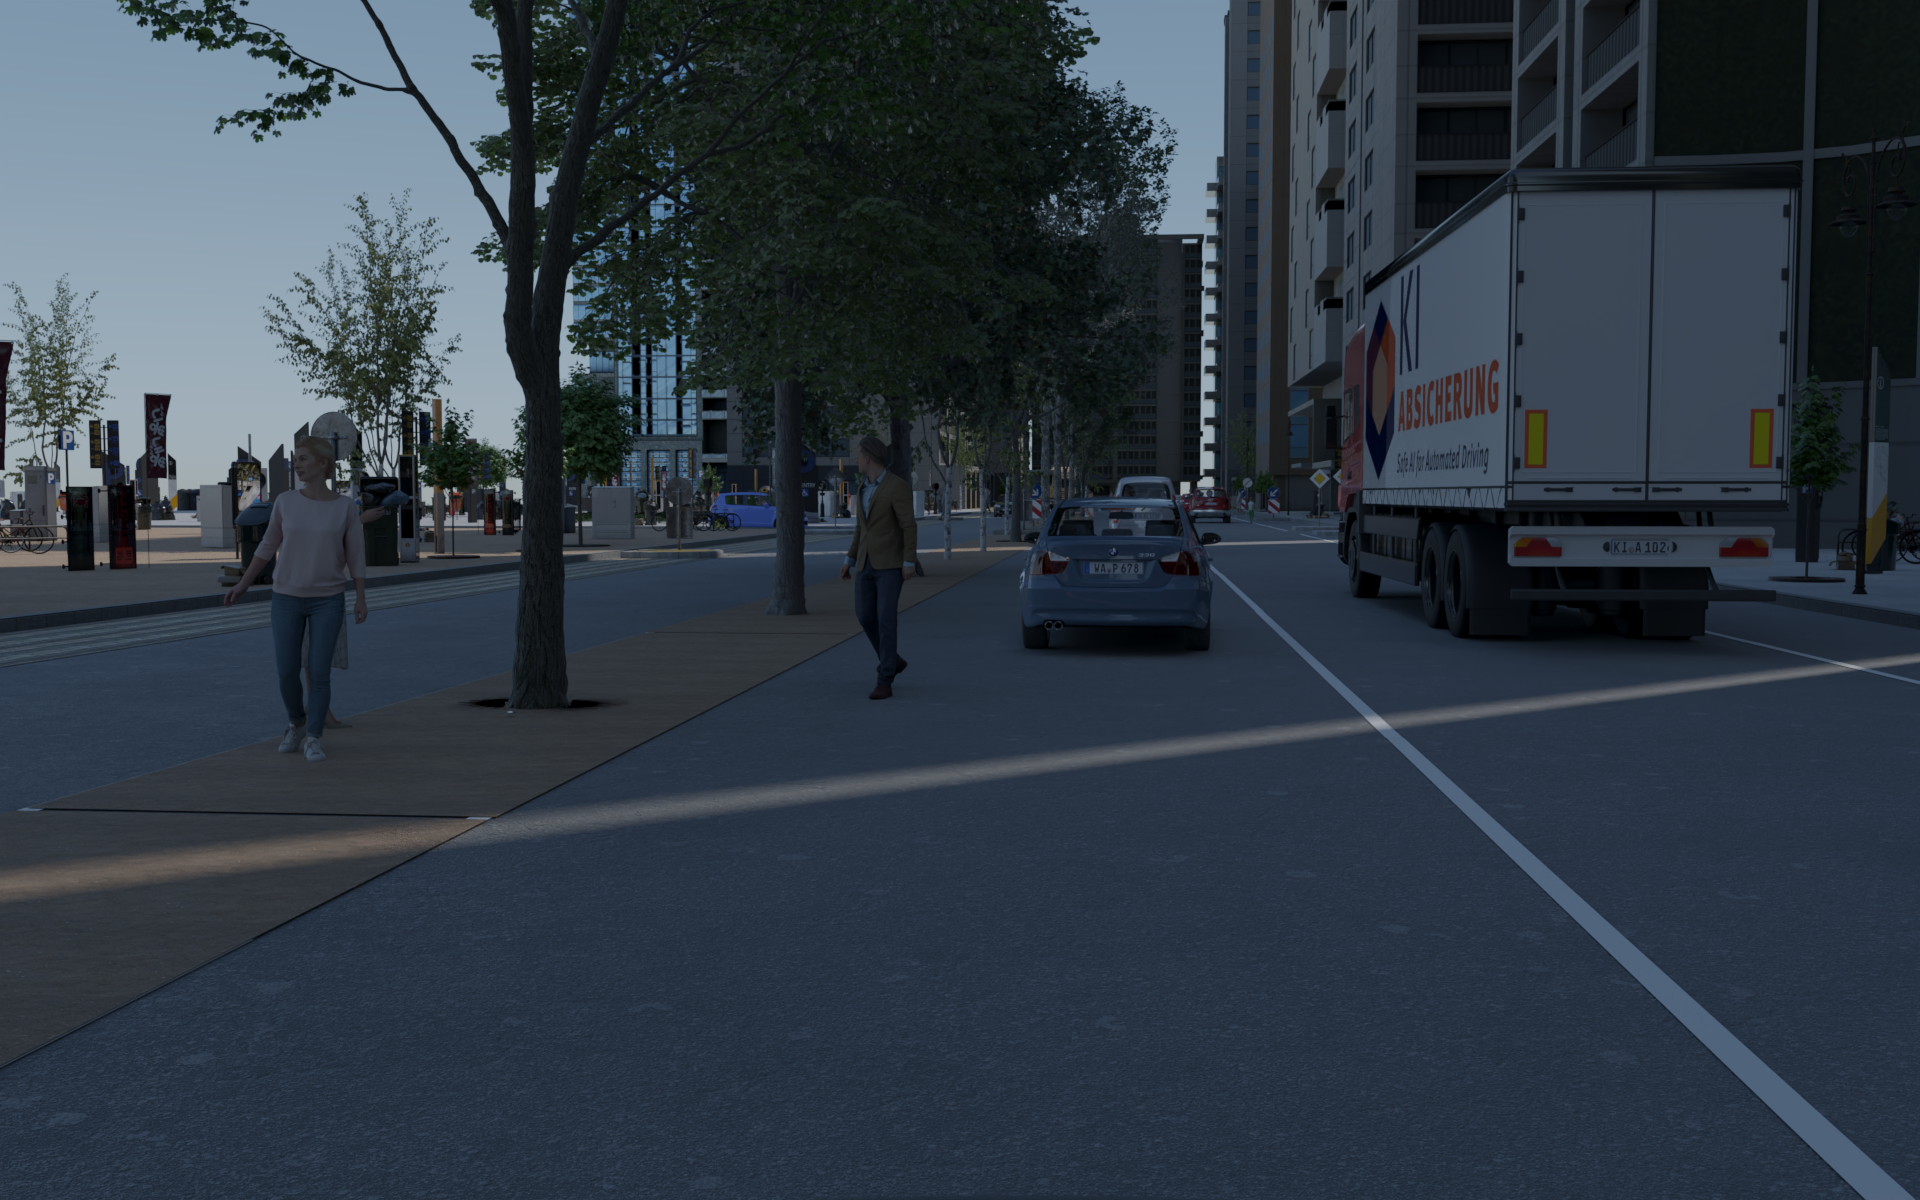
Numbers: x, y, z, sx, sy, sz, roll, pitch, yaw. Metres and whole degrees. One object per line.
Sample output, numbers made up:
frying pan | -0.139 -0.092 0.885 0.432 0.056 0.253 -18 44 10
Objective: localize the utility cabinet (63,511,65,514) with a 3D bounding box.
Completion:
utility cabinet | -55.975 -5.992 109.124 1.020 1.237 0.306 -2 4 -29

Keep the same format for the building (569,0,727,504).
building | -41.418 -56.939 243.626 31.000 86.520 22.319 0 4 6

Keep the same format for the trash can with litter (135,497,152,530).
trash can with litter | -29.423 -3.108 62.204 0.624 1.170 1.055 -3 4 -39

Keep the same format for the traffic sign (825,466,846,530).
traffic sign | -4.446 -3.558 61.819 0.795 2.450 0.064 0 4 6

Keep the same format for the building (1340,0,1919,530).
building | 28.671 -38.992 75.772 20.611 71.187 20.563 0 4 6

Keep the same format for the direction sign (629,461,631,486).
direction sign | -22.333 -7.672 117.438 0.379 3.537 0.876 0 4 -5

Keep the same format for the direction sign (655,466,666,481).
direction sign | -23.841 -8.935 138.077 0.876 3.537 0.379 -1 4 -12

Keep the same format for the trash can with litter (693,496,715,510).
trash can with litter | -14.794 -5.378 99.312 0.624 1.170 1.055 2 4 32

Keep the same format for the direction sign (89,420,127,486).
direction sign | -26.171 -3.734 53.041 0.876 3.537 0.379 0 4 -5

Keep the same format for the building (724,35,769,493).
building | -8.666 -43.821 154.721 20.563 71.187 20.611 0 4 6

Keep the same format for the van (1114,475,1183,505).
van | 4.534 -2.190 42.822 2.013 2.044 4.112 0 4 4

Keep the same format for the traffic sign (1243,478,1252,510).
traffic sign | 22.710 -8.364 136.858 0.768 2.556 0.104 1 4 10

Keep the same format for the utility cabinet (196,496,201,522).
utility cabinet | -35.312 -4.246 80.587 0.306 1.237 1.020 -1 4 -18

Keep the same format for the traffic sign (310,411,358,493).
traffic sign | -9.661 -1.628 26.723 0.768 2.556 0.104 0 4 8

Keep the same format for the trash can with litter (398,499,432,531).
trash can with litter | -19.131 -3.021 60.452 1.678 1.210 2.233 -1 4 -9

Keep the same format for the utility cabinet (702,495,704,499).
utility cabinet | -19.369 -7.270 130.028 0.306 1.237 1.020 2 4 25

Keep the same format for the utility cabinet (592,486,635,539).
utility cabinet | -9.874 -2.485 49.302 1.173 1.500 0.318 1 4 12

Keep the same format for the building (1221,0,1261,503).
building | 41.109 -40.317 201.188 21.231 58.520 28.212 0 4 6

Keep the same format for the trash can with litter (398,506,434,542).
trash can with litter | -14.422 -2.119 46.036 0.624 1.170 1.055 3 5 40

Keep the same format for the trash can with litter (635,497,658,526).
trash can with litter | -12.814 -3.613 70.464 1.055 1.170 0.624 1 4 10

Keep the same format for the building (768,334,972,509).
building | -7.017 -45.075 175.231 20.563 71.187 20.611 0 4 6

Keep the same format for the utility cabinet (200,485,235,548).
utility cabinet | -17.661 -1.990 41.216 1.173 1.500 0.318 3 5 43

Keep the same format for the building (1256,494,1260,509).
building | 33.975 -28.949 156.912 14.154 41.232 14.086 0 4 6

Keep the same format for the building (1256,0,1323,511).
building | 30.589 -29.604 134.134 14.600 45.320 14.200 0 4 6

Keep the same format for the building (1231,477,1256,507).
building | 44.194 -29.550 175.022 32.217 40.220 23.993 0 4 6

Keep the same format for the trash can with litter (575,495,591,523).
trash can with litter | -17.538 -3.995 76.381 2.233 1.210 1.678 -2 4 -35

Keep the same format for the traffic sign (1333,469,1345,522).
traffic sign | 13.308 -3.449 60.027 0.795 2.450 0.064 0 4 6

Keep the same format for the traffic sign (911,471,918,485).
traffic sign | -2.697 -5.885 96.329 0.768 2.556 0.104 1 4 12

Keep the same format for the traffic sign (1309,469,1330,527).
traffic sign | 14.103 -3.935 67.972 0.795 2.450 0.064 0 4 6

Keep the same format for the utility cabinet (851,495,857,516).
utility cabinet | -6.115 -5.679 104.012 0.306 1.237 1.020 3 5 41

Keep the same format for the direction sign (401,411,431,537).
direction sign | -14.873 -3.392 47.457 0.379 3.537 0.876 3 5 41

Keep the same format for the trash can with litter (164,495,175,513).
trash can with litter | -52.984 -6.404 115.755 1.678 1.210 2.233 -2 4 -27

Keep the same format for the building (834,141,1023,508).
building | -3.102 -47.149 209.142 20.611 71.187 20.563 0 4 6

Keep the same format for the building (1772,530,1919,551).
building | 24.594 -36.993 43.091 20.563 71.187 20.611 0 4 6

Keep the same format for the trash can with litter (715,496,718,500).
trash can with litter | -18.499 -7.327 131.178 0.624 1.170 1.055 3 4 37

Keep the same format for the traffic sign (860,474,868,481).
traffic sign | -3.650 -4.044 69.764 0.795 2.450 0.064 0 4 6

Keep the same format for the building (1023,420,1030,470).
building | 2.152 -35.858 236.393 14.200 45.320 14.600 0 4 6

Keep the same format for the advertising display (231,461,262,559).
advertising display | -14.160 -1.786 34.409 0.123 1.923 0.974 0 4 5

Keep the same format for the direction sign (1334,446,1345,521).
direction sign | 18.129 -5.501 81.943 0.876 3.537 0.379 -1 4 -10

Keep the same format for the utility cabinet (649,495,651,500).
utility cabinet | -19.106 -5.856 106.902 1.020 1.237 0.306 -3 5 -40

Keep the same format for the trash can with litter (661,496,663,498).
trash can with litter | -19.542 -6.183 112.143 2.233 1.210 1.678 0 4 5

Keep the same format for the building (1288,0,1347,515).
building | 34.711 -31.518 104.559 28.713 52.752 27.495 0 4 6

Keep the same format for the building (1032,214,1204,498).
building | 22.005 -33.717 243.153 23.993 40.220 32.217 0 4 6

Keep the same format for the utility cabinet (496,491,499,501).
utility cabinet | -32.676 -6.890 121.329 1.173 1.500 0.318 1 4 22

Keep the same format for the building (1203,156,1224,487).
building | 48.721 -37.727 236.445 30.456 49.044 23.786 0 4 6

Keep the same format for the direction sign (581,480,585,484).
direction sign | -29.154 -8.615 132.849 0.876 3.537 0.379 -3 5 -40

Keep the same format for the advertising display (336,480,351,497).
advertising display | -28.918 -4.662 81.431 0.974 1.923 0.123 -3 5 -43

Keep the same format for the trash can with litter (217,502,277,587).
trash can with litter | -9.940 -0.792 24.342 0.624 1.170 1.055 0 4 7

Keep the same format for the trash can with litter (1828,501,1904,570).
trash can with litter | 15.214 -1.082 29.084 1.055 1.170 0.624 1 4 19

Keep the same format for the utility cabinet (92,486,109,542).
utility cabinet | -22.831 -2.298 46.246 0.318 1.500 1.173 0 4 2

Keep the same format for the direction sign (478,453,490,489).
direction sign | -26.064 -6.282 94.706 0.876 3.537 0.379 1 4 19
